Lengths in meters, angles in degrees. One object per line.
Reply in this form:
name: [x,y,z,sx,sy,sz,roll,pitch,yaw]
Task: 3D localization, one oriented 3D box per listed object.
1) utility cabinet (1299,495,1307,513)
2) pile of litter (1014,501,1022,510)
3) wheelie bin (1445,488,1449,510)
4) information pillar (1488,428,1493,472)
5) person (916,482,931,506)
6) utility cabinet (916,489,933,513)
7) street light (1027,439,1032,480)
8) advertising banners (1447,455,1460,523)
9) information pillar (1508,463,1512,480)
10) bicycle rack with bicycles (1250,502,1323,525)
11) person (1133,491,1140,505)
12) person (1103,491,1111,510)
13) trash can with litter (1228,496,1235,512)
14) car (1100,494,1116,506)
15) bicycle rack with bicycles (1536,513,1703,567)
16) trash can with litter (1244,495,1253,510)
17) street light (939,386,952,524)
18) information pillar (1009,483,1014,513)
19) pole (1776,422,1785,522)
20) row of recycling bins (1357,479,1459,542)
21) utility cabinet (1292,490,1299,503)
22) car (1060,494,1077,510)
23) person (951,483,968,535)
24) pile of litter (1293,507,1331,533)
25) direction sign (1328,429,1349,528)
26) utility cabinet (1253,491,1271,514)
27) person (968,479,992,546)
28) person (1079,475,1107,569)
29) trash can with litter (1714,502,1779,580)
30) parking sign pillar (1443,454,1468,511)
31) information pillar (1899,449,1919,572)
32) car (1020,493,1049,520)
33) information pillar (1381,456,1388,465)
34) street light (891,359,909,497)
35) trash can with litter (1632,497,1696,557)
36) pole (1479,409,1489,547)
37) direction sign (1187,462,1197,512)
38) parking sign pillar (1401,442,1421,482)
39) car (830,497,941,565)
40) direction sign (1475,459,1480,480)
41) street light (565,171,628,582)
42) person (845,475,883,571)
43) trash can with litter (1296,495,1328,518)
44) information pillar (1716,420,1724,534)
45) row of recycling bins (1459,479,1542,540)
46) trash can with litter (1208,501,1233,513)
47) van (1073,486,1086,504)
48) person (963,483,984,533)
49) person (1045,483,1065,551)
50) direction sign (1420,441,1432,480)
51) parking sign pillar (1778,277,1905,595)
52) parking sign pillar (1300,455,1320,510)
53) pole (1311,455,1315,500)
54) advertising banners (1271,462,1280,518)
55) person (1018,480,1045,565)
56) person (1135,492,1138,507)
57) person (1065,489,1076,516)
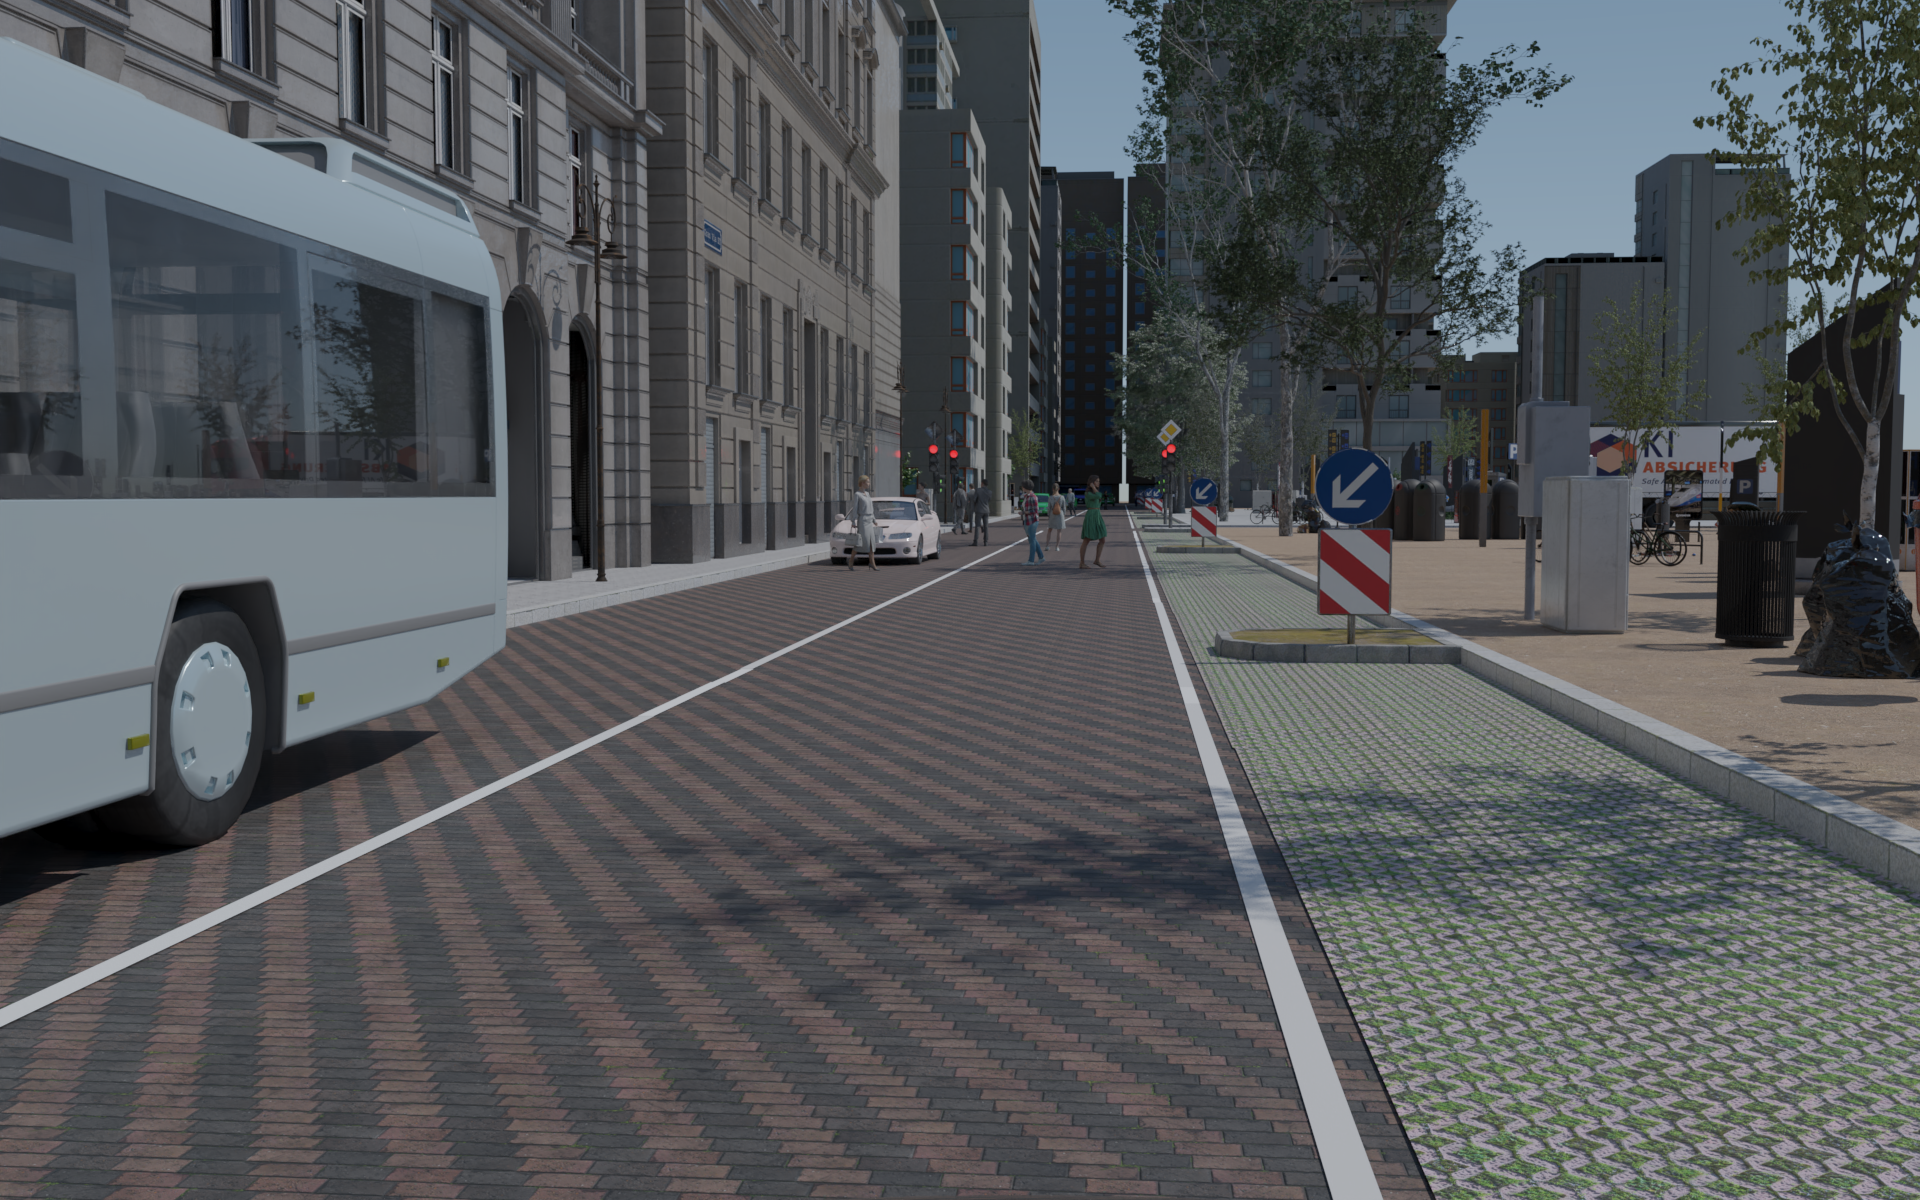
utility cabinet: [22.026,-6.190,112.364,1.020,1.237,0.306,-2,4,-29]
pile of litter: [4.534,-7.553,137.457,1.176,0.858,1.719,3,4,38]
wheelie bin: [24.606,-4.964,89.068,0.980,1.594,0.693,0,4,6]
information pillar: [18.890,-4.312,61.859,0.183,3.616,0.504,0,4,-5]
person: [-1.184,-2.562,50.730,0.599,1.781,0.374,2,4,29]
utility cabinet: [-1.487,-4.006,74.170,0.318,1.500,1.173,2,4,26]
street light: [5.740,-10.357,142.130,0.468,5.910,1.993,0,4,5]
advertising banners: [21.999,-4.918,76.601,0.090,3.025,2.074,-1,4,-9]
information pillar: [41.811,-8.585,131.717,0.183,3.616,0.504,-1,4,-16]
bicycle rack with bicycles: [14.179,-3.691,73.731,2.925,0.926,2.852,3,5,40]
person: [21.612,-12.418,211.665,1.348,1.807,0.705,-3,4,-38]
person: [13.221,-8.994,156.377,0.721,1.723,1.217,3,5,40]
trash can with litter: [19.467,-6.910,124.369,0.624,1.170,1.055,-1,4,-14]
car: [17.442,-12.004,205.057,1.959,1.807,4.718,0,4,7]
bicycle rack with bicycles: [12.274,-1.124,31.755,2.852,0.926,2.925,-1,4,-21]
trash can with litter: [23.099,-7.741,137.623,1.678,1.210,2.233,2,4,35]
street light: [-0.620,-6.208,74.296,0.468,5.910,1.993,0,4,5]
information pillar: [3.514,-6.911,117.483,0.304,2.012,0.304,-1,4,-10]
pole: [22.989,-3.342,48.479,0.158,3.312,0.155,0,3,0]
row of recycling bins: [12.280,-2.523,48.368,1.069,1.692,3.534,-1,4,-22]
utility cabinet: [18.723,-5.497,98.562,0.318,1.500,1.173,-3,5,-45]
car: [9.547,-8.938,154.938,1.959,1.807,4.718,0,4,5]
person: [0.015,-3.216,61.176,0.850,1.850,0.679,-3,5,-40]
pile of litter: [11.551,-2.615,56.720,1.719,0.858,1.176,2,4,28]
direction sign: [13.288,-4.213,60.882,0.876,3.537,0.379,-2,4,-25]
utility cabinet: [19.549,-6.328,112.134,1.173,1.500,0.318,1,4,11]
person: [0.548,-2.401,47.566,0.655,1.846,0.447,-2,4,-26]
person: [2.553,-1.503,33.315,0.529,1.795,0.600,1,4,21]
trash can with litter: [11.655,-0.866,25.546,1.055,1.170,0.624,-3,5,-40]
parking sign pillar: [33.005,-7.791,115.854,1.447,3.967,1.447,2,4,29]
information pillar: [15.640,-1.472,28.560,0.304,2.012,0.304,-1,4,-12]
car: [4.314,-5.343,96.153,1.959,1.807,4.718,0,4,4]
information pillar: [26.055,-7.031,106.317,0.504,3.616,0.183,1,4,20]
street light: [-2.024,-5.299,59.434,0.468,5.910,1.993,0,4,5]
trash can with litter: [14.425,-1.530,36.067,1.678,1.210,2.233,2,4,35]
pole: [12.650,-2.935,41.829,0.158,3.312,0.155,0,3,0]
direction sign: [16.557,-8.057,123.734,0.876,3.537,0.379,-2,4,-35]
parking sign pillar: [23.496,-6.232,90.358,1.447,3.967,1.447,-1,4,-10]
car: [-1.524,-1.496,36.816,2.083,1.381,4.827,0,4,7]
direction sign: [33.016,-7.282,111.061,0.379,3.537,0.876,-3,5,-44]
street light: [-5.258,-3.207,25.222,0.468,5.910,1.993,0,4,5]
person: [-1.811,-1.442,32.429,0.624,1.780,0.694,3,5,44]
trash can with litter: [18.907,-5.085,94.195,2.233,1.210,1.678,1,4,13]
information pillar: [24.122,-3.887,54.903,0.183,3.616,0.504,1,4,22]
row of recycling bins: [15.897,-2.566,49.064,3.534,1.692,1.069,-1,4,-9]
trash can with litter: [17.427,-6.530,117.829,2.233,1.210,1.678,1,4,8]
van: [13.835,-11.815,197.563,2.240,2.365,5.245,0,4,6]
person: [0.506,-3.404,64.112,0.622,1.834,0.822,-2,4,-31]
person: [2.421,-2.097,43.788,0.512,1.701,0.522,0,4,-7]
direction sign: [19.813,-5.001,73.765,0.379,3.537,0.876,-1,4,-16]
parking sign pillar: [11.312,-2.062,22.180,1.447,3.967,1.447,-3,5,-43]
parking sign pillar: [23.869,-7.935,118.216,1.447,3.967,1.447,0,3,0]
pole: [18.320,-5.876,89.908,0.158,3.312,0.155,0,3,0]
advertising banners: [16.987,-5.905,92.741,0.090,3.025,2.074,1,4,18]
person: [1.452,-1.558,34.814,0.643,1.720,0.563,-1,4,-11]
person: [19.019,-10.892,187.521,0.436,1.711,0.756,1,4,13]
person: [7.064,-6.258,111.310,0.782,1.767,0.515,2,4,35]
